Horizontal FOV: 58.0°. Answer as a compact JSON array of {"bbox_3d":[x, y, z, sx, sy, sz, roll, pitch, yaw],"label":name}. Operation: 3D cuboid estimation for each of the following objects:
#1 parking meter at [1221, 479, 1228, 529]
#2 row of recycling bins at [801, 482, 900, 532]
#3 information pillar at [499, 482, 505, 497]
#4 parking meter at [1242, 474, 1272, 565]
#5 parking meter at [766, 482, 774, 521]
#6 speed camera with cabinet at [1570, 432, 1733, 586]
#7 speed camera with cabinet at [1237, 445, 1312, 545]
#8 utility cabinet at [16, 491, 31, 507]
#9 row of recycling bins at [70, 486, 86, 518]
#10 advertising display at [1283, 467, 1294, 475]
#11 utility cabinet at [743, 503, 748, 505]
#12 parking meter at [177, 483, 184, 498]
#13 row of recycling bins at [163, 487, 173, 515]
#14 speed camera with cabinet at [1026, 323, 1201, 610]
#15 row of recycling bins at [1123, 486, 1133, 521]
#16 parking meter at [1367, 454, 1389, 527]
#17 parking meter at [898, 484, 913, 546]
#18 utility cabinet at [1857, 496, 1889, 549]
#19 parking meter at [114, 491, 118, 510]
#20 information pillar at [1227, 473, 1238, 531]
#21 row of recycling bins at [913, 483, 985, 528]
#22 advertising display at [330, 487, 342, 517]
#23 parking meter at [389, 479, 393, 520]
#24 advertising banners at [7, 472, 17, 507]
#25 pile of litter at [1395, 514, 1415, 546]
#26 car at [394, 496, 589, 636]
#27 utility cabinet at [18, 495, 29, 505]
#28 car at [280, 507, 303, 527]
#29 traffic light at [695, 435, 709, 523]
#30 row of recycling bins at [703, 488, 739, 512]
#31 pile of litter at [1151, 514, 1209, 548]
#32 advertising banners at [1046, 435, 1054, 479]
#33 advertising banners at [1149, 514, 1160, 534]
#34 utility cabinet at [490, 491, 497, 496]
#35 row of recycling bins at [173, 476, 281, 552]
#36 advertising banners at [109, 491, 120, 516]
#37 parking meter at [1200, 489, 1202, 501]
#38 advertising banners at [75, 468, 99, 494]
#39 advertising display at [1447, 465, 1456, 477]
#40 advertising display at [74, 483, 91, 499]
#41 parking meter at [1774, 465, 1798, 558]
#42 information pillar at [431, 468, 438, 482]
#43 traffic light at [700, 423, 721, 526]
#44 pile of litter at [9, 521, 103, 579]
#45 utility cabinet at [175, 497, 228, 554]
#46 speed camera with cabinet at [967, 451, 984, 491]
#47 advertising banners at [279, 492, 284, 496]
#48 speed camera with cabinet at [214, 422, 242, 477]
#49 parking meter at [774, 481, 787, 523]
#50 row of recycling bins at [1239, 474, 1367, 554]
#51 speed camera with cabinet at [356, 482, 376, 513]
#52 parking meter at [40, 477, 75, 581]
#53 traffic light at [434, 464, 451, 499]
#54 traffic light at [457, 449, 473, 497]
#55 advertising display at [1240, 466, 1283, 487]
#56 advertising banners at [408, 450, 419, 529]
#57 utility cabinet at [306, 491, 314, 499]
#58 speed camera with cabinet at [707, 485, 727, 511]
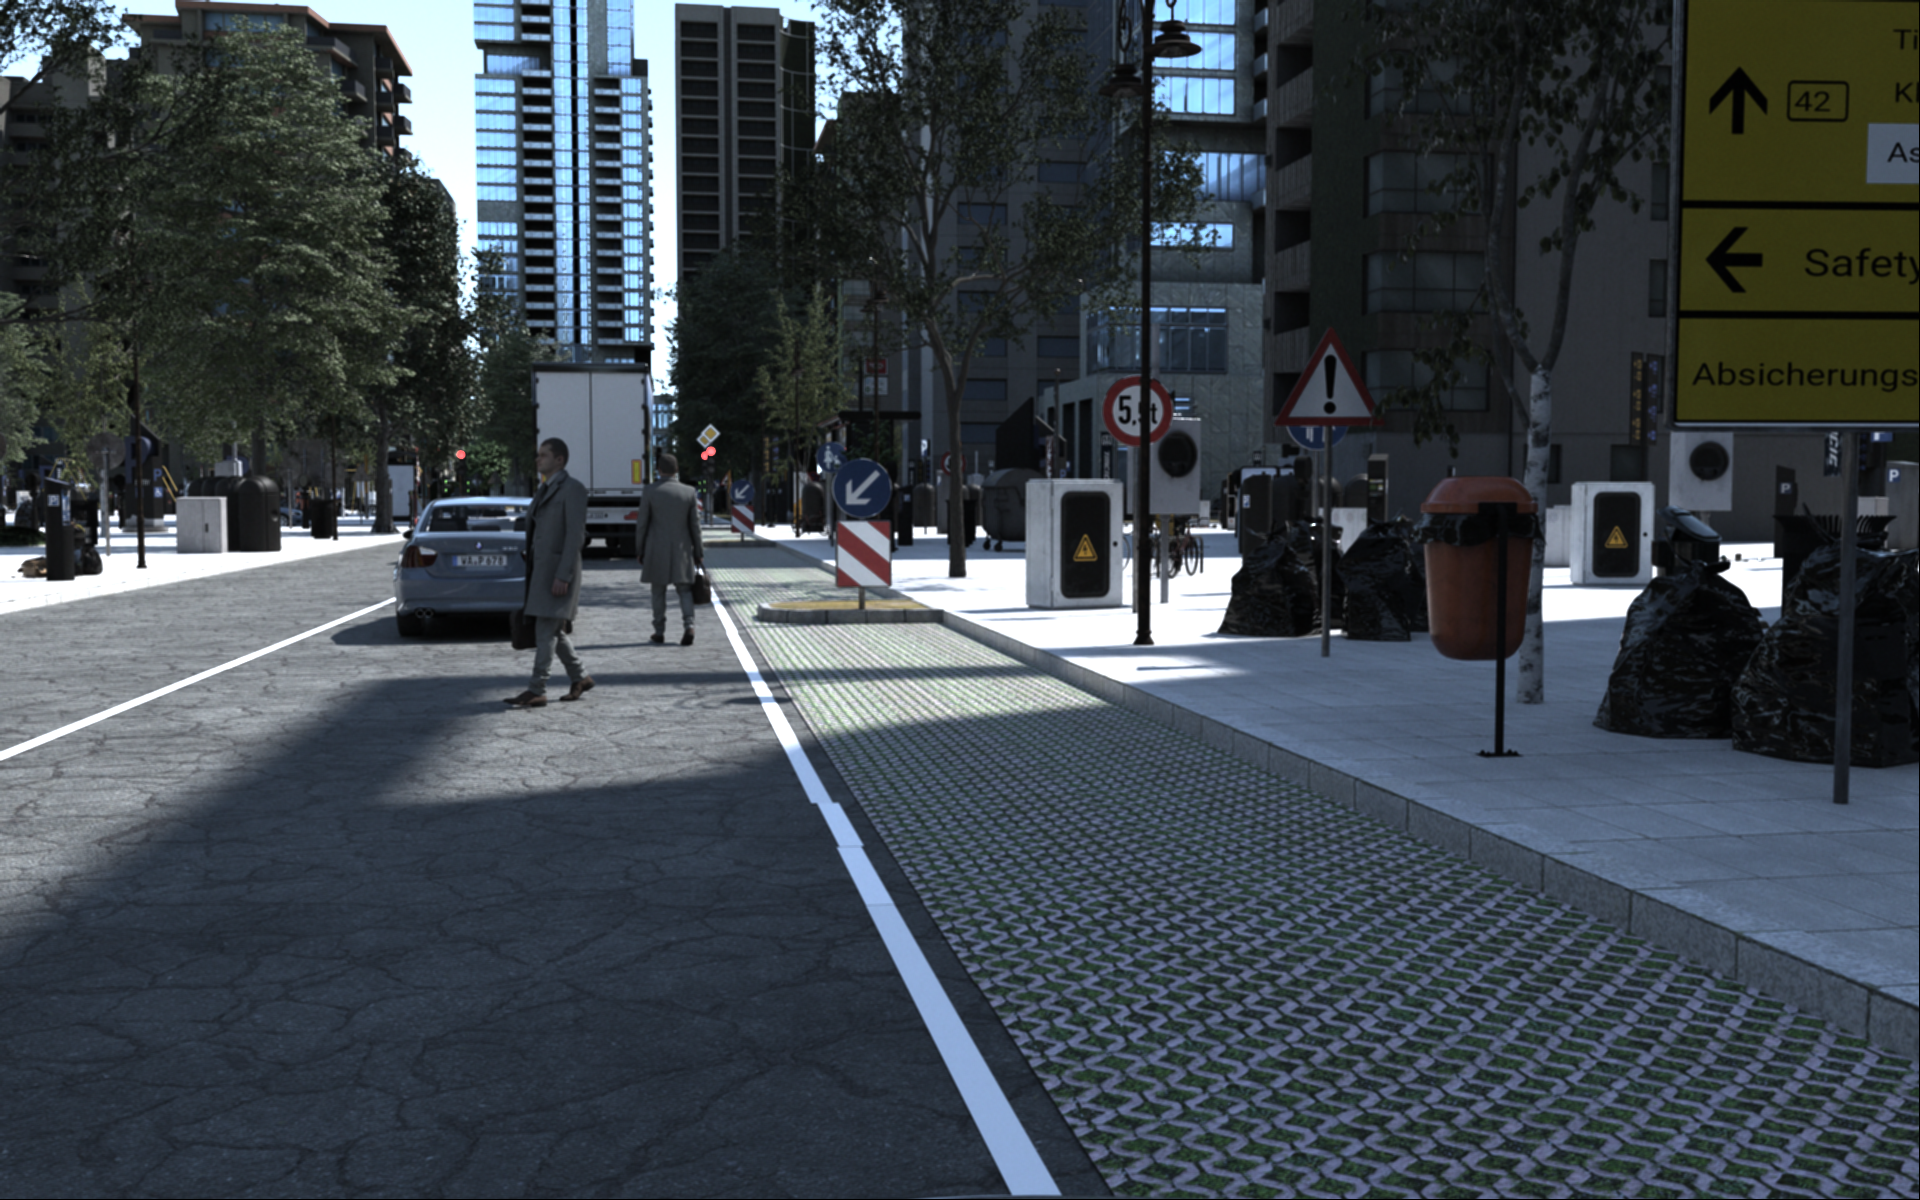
[{"bbox_3d":[9.744,-3.520,63.262,0.399,1.863,0.255,1,4,23],"label":"parking meter"},{"bbox_3d":[-3.660,-3.139,58.439,3.534,1.692,1.069,1,4,12],"label":"row of recycling bins"},{"bbox_3d":[-27.899,-6.179,105.518,0.304,2.012,0.304,-2,4,-24],"label":"information pillar"},{"bbox_3d":[3.854,-0.860,22.478,0.372,1.533,0.369,0,3,0],"label":"parking meter"},{"bbox_3d":[-8.859,-4.609,81.075,0.399,1.863,0.255,3,5,39],"label":"parking meter"},{"bbox_3d":[9.678,-1.829,24.240,2.038,3.252,0.660,0,4,1],"label":"speed camera with cabinet"},{"bbox_3d":[7.660,-2.922,42.107,0.660,3.252,2.038,-2,4,-35],"label":"speed camera with cabinet"},{"bbox_3d":[-68.281,-7.195,126.323,0.318,1.500,1.173,1,4,8],"label":"utility cabinet"},{"bbox_3d":[-48.764,-5.336,94.358,3.534,1.692,1.069,3,5,39],"label":"row of recycling bins"},{"bbox_3d":[7.647,-2.173,40.743,0.974,1.923,0.123,-1,4,-11],"label":"advertising display"},{"bbox_3d":[-11.393,-4.959,92.242,0.306,1.237,1.020,0,4,-4],"label":"utility cabinet"},{"bbox_3d":[-41.206,-5.256,91.652,0.399,1.863,0.255,-2,4,-26],"label":"parking meter"},{"bbox_3d":[-49.414,-6.105,106.927,1.069,1.692,3.534,1,4,19],"label":"row of recycling bins"},{"bbox_3d":[1.758,-1.552,19.710,2.038,3.252,0.660,-2,4,-29],"label":"speed camera with cabinet"},{"bbox_3d":[7.333,-4.674,83.531,1.069,1.692,3.534,2,4,29],"label":"row of recycling bins"},{"bbox_3d":[6.054,-1.188,25.132,0.255,1.863,0.399,1,4,21],"label":"parking meter"},{"bbox_3d":[-1.361,-2.119,43.055,0.372,1.533,0.369,0,3,0],"label":"parking meter"},{"bbox_3d":[19.910,-1.638,37.938,0.306,1.237,1.020,0,4,-2],"label":"utility cabinet"},{"bbox_3d":[-68.662,-8.114,141.066,0.372,1.533,0.369,0,3,0],"label":"parking meter"},{"bbox_3d":[9.564,-3.452,60.935,0.304,2.012,0.304,1,4,12],"label":"information pillar"},{"bbox_3d":[-0.415,-3.753,68.478,1.069,1.692,3.534,3,5,44],"label":"row of recycling bins"},{"bbox_3d":[-34.895,-5.609,96.917,0.974,1.923,0.123,2,4,31],"label":"advertising display"},{"bbox_3d":[-22.017,-3.726,66.632,0.255,1.863,0.399,0,4,2],"label":"parking meter"},{"bbox_3d":[-75.653,-8.740,139.087,2.074,3.025,0.090,-1,4,-19],"label":"advertising banners"},{"bbox_3d":[9.739,-1.405,36.942,1.176,0.858,1.719,3,4,39],"label":"pile of litter"},{"bbox_3d":[-5.090,-0.423,18.920,2.014,1.417,4.499,-1,4,-11],"label":"car"},{"bbox_3d":[-45.020,-4.410,83.263,0.306,1.237,1.020,-3,4,-39],"label":"utility cabinet"},{"bbox_3d":[-29.096,-3.585,70.625,4.499,1.417,2.014,-1,4,-10],"label":"car"},{"bbox_3d":[-11.313,-5.379,76.868,0.839,4.253,0.868,-1,4,-10],"label":"traffic light"},{"bbox_3d":[-19.224,-8.362,143.827,3.534,1.692,1.069,-2,4,-27],"label":"row of recycling bins"},{"bbox_3d":[5.207,-1.717,42.035,1.176,0.858,1.719,-3,5,-40],"label":"pile of litter"},{"bbox_3d":[2.363,-3.432,52.300,0.090,3.025,2.074,-2,4,-23],"label":"advertising banners"},{"bbox_3d":[6.611,-3.645,55.779,0.090,3.025,2.074,-3,5,-44],"label":"advertising banners"},{"bbox_3d":[-29.859,-6.214,110.277,0.318,1.500,1.173,1,4,10],"label":"utility cabinet"},{"bbox_3d":[-16.585,-1.978,39.448,3.534,1.692,1.069,3,5,44],"label":"row of recycling bins"},{"bbox_3d":[-49.069,-6.424,101.217,0.090,3.025,2.074,1,4,20],"label":"advertising banners"},{"bbox_3d":[11.701,-4.685,85.012,0.372,1.533,0.369,0,3,0],"label":"parking meter"},{"bbox_3d":[-57.724,-7.280,115.220,2.074,3.025,0.090,-3,5,-44],"label":"advertising banners"},{"bbox_3d":[11.200,-2.097,39.500,0.123,1.923,0.974,1,4,20],"label":"advertising display"},{"bbox_3d":[-49.497,-5.659,97.738,0.123,1.923,0.974,2,4,30],"label":"advertising display"},{"bbox_3d":[16.600,-1.779,34.804,0.399,1.863,0.255,2,4,28],"label":"parking meter"},{"bbox_3d":[-37.271,-8.054,123.035,0.504,3.616,0.183,-1,4,-10],"label":"information pillar"},{"bbox_3d":[-9.941,-4.898,69.001,0.839,4.253,0.868,-1,4,-10],"label":"traffic light"},{"bbox_3d":[-14.176,-0.804,27.105,1.176,0.858,1.719,1,4,19],"label":"pile of litter"},{"bbox_3d":[-16.405,-1.608,37.460,1.020,1.237,0.306,0,4,6],"label":"utility cabinet"},{"bbox_3d":[1.390,-5.237,79.956,2.038,3.252,0.660,-1,4,-12],"label":"speed camera with cabinet"},{"bbox_3d":[-52.772,-8.559,136.135,0.090,3.025,2.074,1,4,21],"label":"advertising banners"},{"bbox_3d":[-20.266,-3.309,48.438,0.660,3.252,2.038,0,4,-7],"label":"speed camera with cabinet"},{"bbox_3d":[-7.901,-4.347,76.780,0.399,1.863,0.255,2,4,35],"label":"parking meter"},{"bbox_3d":[7.305,-1.788,36.343,1.069,1.692,3.534,-3,5,-42],"label":"row of recycling bins"},{"bbox_3d":[-39.598,-7.441,116.003,0.660,3.252,2.038,1,4,14],"label":"speed camera with cabinet"},{"bbox_3d":[-13.363,-1.057,25.690,0.372,1.533,0.369,0,3,0],"label":"parking meter"},{"bbox_3d":[-20.195,-4.788,67.203,0.839,4.253,0.868,-1,4,-10],"label":"traffic light"},{"bbox_3d":[-21.567,-5.269,75.070,0.839,4.253,0.868,-1,4,-10],"label":"traffic light"},{"bbox_3d":[6.887,-2.117,39.833,0.974,1.923,0.123,3,4,36],"label":"advertising display"},{"bbox_3d":[-20.177,-4.152,64.074,0.090,3.025,2.074,0,4,-7],"label":"advertising banners"},{"bbox_3d":[-47.806,-7.201,126.413,1.173,1.500,0.318,-2,4,-26],"label":"utility cabinet"},{"bbox_3d":[-18.031,-8.336,130.629,2.038,3.252,0.660,-1,4,-19],"label":"speed camera with cabinet"}]
